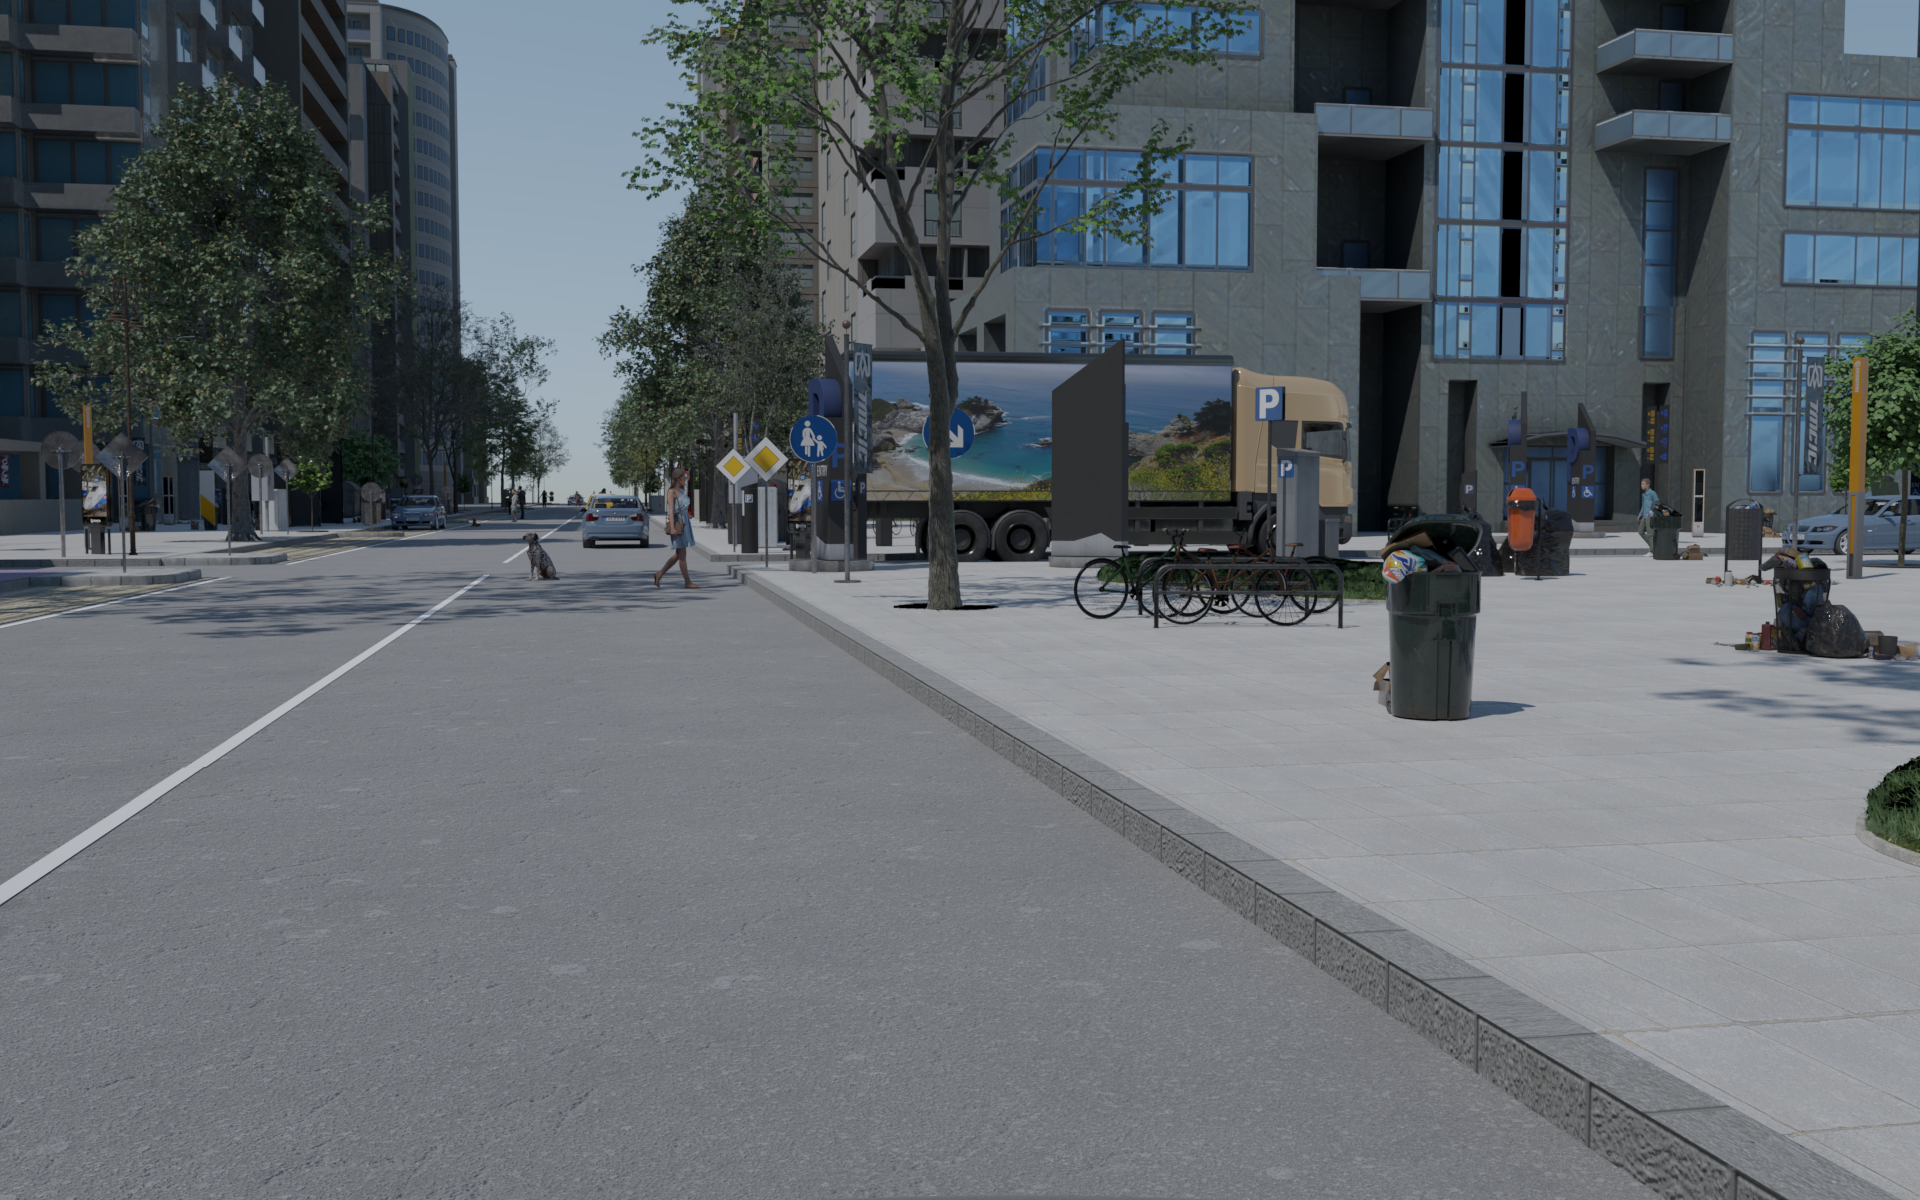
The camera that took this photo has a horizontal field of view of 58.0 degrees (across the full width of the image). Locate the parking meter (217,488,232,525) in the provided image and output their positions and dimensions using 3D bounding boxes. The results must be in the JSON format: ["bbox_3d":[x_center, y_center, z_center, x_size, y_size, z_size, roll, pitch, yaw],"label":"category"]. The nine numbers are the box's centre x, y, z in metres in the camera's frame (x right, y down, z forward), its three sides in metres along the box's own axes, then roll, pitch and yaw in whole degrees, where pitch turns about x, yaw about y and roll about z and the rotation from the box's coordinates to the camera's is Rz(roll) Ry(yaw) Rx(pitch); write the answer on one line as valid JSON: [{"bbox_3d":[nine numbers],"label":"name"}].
[{"bbox_3d":[-30.542,-3.896,72.117,0.372,1.533,0.369,0,3,0],"label":"parking meter"}]

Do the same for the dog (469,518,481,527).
[{"bbox_3d":[-21.210,-3.390,75.623,0.550,0.427,0.748,0,4,-5],"label":"dog"}]

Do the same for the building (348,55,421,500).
[{"bbox_3d":[-57.341,-28.976,157.356,14.154,41.232,14.086,-1,4,-11],"label":"building"}]

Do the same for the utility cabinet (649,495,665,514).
[{"bbox_3d":[-19.264,-6.050,110.083,0.306,1.237,1.020,3,5,43],"label":"utility cabinet"}]

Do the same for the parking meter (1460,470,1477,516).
[{"bbox_3d":[12.219,-2.198,41.652,0.399,1.863,0.255,1,4,16],"label":"parking meter"}]

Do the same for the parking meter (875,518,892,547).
[{"bbox_3d":[-1.875,-2.244,42.408,0.399,1.863,0.255,-2,4,-33],"label":"parking meter"}]

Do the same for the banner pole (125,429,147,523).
[{"bbox_3d":[-31.924,-4.710,67.023,0.863,3.779,0.401,-2,4,-27],"label":"banner pole"}]

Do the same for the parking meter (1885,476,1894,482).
[{"bbox_3d":[29.071,-2.973,54.325,0.399,1.863,0.255,-3,5,-39],"label":"parking meter"}]

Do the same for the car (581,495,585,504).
[{"bbox_3d":[-54.104,-14.219,245.065,1.945,1.354,3.894,-1,4,-12],"label":"car"}]

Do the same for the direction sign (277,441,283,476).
[{"bbox_3d":[-28.806,-5.035,74.320,0.876,3.537,0.379,-1,4,-9],"label":"direction sign"}]

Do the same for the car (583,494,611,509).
[{"bbox_3d":[-19.599,-5.167,94.704,2.015,1.641,3.980,-1,4,-13],"label":"car"}]

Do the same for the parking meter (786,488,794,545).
[{"bbox_3d":[-4.206,-2.155,43.639,0.372,1.533,0.369,0,3,0],"label":"parking meter"}]

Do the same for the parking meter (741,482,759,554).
[{"bbox_3d":[-4.543,-1.773,37.403,0.372,1.533,0.369,0,3,0],"label":"parking meter"}]

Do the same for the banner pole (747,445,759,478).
[{"bbox_3d":[-9.383,-5.395,78.227,0.863,3.779,0.401,2,4,24],"label":"banner pole"}]

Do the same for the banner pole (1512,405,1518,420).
[{"bbox_3d":[15.541,-3.588,48.673,0.401,3.779,0.863,2,4,26],"label":"banner pole"}]

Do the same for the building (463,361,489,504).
[{"bbox_3d":[-80.031,-24.000,237.439,27.650,21.520,28.899,-1,4,-11],"label":"building"}]

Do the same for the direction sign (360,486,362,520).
[{"bbox_3d":[-29.364,-5.677,84.812,0.876,3.537,0.379,-3,4,-37],"label":"direction sign"}]

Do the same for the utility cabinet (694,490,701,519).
[{"bbox_3d":[-12.947,-4.802,87.192,0.318,1.500,1.173,1,4,20],"label":"utility cabinet"}]

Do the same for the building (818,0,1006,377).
[{"bbox_3d":[6.767,-31.179,99.010,28.713,52.752,27.495,-1,4,-11],"label":"building"}]

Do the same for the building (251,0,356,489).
[{"bbox_3d":[-53.280,-30.067,115.302,21.300,48.544,21.600,-1,4,-11],"label":"building"}]

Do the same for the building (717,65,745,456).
[{"bbox_3d":[-16.819,-32.008,173.438,14.600,45.320,14.200,-1,4,-11],"label":"building"}]

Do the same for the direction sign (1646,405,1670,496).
[{"bbox_3d":[17.887,-3.209,44.469,0.379,3.537,0.876,-1,4,-13],"label":"direction sign"}]

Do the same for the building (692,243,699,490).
[{"bbox_3d":[-31.785,-34.527,248.117,14.154,41.232,14.086,-1,4,-11],"label":"building"}]

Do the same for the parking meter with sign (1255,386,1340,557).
[{"bbox_3d":[5.652,-1.990,28.798,1.738,3.016,0.543,-3,5,-43],"label":"parking meter with sign"}]

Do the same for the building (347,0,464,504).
[{"bbox_3d":[-72.171,-40.750,208.269,21.231,58.520,28.212,-1,4,-11],"label":"building"}]

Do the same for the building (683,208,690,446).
[{"bbox_3d":[-34.665,-37.484,262.967,14.600,45.320,14.200,-1,4,-11],"label":"building"}]

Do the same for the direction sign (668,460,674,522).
[{"bbox_3d":[-12.999,-5.260,78.000,0.379,3.537,0.876,0,4,2],"label":"direction sign"}]

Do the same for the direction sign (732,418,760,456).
[{"bbox_3d":[-6.395,-3.657,51.792,0.876,3.537,0.379,1,4,13],"label":"direction sign"}]

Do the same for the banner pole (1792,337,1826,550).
[{"bbox_3d":[13.566,-2.308,27.756,0.863,3.779,0.401,-2,4,-29],"label":"banner pole"}]

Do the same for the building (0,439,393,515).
[{"bbox_3d":[-62.652,-27.217,136.879,32.217,40.220,23.993,-1,4,-11],"label":"building"}]

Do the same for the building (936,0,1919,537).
[{"bbox_3d":[14.502,-45.755,60.774,31.000,86.520,22.319,-1,4,-11],"label":"building"}]

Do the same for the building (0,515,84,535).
[{"bbox_3d":[-46.470,-22.135,53.784,32.217,40.220,23.993,-1,4,-11],"label":"building"}]

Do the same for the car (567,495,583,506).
[{"bbox_3d":[-47.339,-12.251,212.880,1.945,1.354,3.894,-1,4,-11],"label":"car"}]

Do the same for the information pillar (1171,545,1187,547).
[{"bbox_3d":[5.268,-3.104,42.109,0.504,3.616,0.183,2,4,30],"label":"information pillar"}]

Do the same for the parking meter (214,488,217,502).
[{"bbox_3d":[-31.931,-4.037,74.415,0.372,1.533,0.369,0,3,0],"label":"parking meter"}]

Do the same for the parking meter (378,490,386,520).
[{"bbox_3d":[-29.026,-4.805,86.966,0.372,1.533,0.369,0,3,0],"label":"parking meter"}]

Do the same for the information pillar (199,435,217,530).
[{"bbox_3d":[-26.577,-4.270,61.164,0.504,3.616,0.183,0,4,-1],"label":"information pillar"}]

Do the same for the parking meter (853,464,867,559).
[{"bbox_3d":[-1.870,-1.558,31.191,0.255,1.863,0.399,2,4,27],"label":"parking meter"}]

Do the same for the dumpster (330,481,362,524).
[{"bbox_3d":[-27.027,-4.298,76.027,1.264,1.857,1.865,-1,4,-12],"label":"dumpster"}]

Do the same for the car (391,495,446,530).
[{"bbox_3d":[-21.912,-3.559,70.198,2.014,1.417,4.499,-1,4,-10],"label":"car"}]

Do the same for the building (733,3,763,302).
[{"bbox_3d":[-8.489,-30.494,153.207,22.147,44.769,28.867,-1,4,-11],"label":"building"}]

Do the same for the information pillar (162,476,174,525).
[{"bbox_3d":[-32.655,-4.095,71.440,0.304,2.012,0.304,1,4,11],"label":"information pillar"}]

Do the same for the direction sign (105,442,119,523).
[{"bbox_3d":[-37.120,-5.139,76.021,0.379,3.537,0.876,1,4,23],"label":"direction sign"}]

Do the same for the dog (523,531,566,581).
[{"bbox_3d":[-6.834,-0.728,28.742,0.800,0.831,0.513,-1,4,-13],"label":"dog"}]

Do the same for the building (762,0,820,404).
[{"bbox_3d":[-7.996,-27.360,130.925,14.154,41.232,14.086,-1,4,-11],"label":"building"}]

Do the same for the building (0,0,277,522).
[{"bbox_3d":[-49.072,-28.715,89.096,23.786,49.044,30.456,-1,4,-11],"label":"building"}]

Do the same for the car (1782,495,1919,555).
[{"bbox_3d":[21.488,-1.737,40.408,4.499,1.417,2.014,-1,4,-11],"label":"car"}]

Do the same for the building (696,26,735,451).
[{"bbox_3d":[-23.714,-41.915,227.310,21.231,58.520,28.212,-1,4,-11],"label":"building"}]

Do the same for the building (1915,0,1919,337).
[{"bbox_3d":[45.603,-23.172,62.449,14.086,41.232,14.154,-1,4,-11],"label":"building"}]

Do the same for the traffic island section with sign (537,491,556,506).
[{"bbox_3d":[-51.467,-12.616,214.906,1.989,1.847,2.006,-1,4,-11],"label":"traffic island section with sign"}]

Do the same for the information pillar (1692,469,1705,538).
[{"bbox_3d":[21.758,-2.847,51.034,0.304,2.012,0.304,1,4,18],"label":"information pillar"}]

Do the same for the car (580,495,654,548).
[{"bbox_3d":[-9.370,-2.157,47.266,2.014,1.417,4.499,-1,4,-10],"label":"car"}]

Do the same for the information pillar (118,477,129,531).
[{"bbox_3d":[-29.041,-3.402,60.120,0.304,2.012,0.304,-2,4,-27],"label":"information pillar"}]

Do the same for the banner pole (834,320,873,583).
[{"bbox_3d":[-1.506,-2.153,25.217,0.401,3.779,0.863,2,4,33],"label":"banner pole"}]
